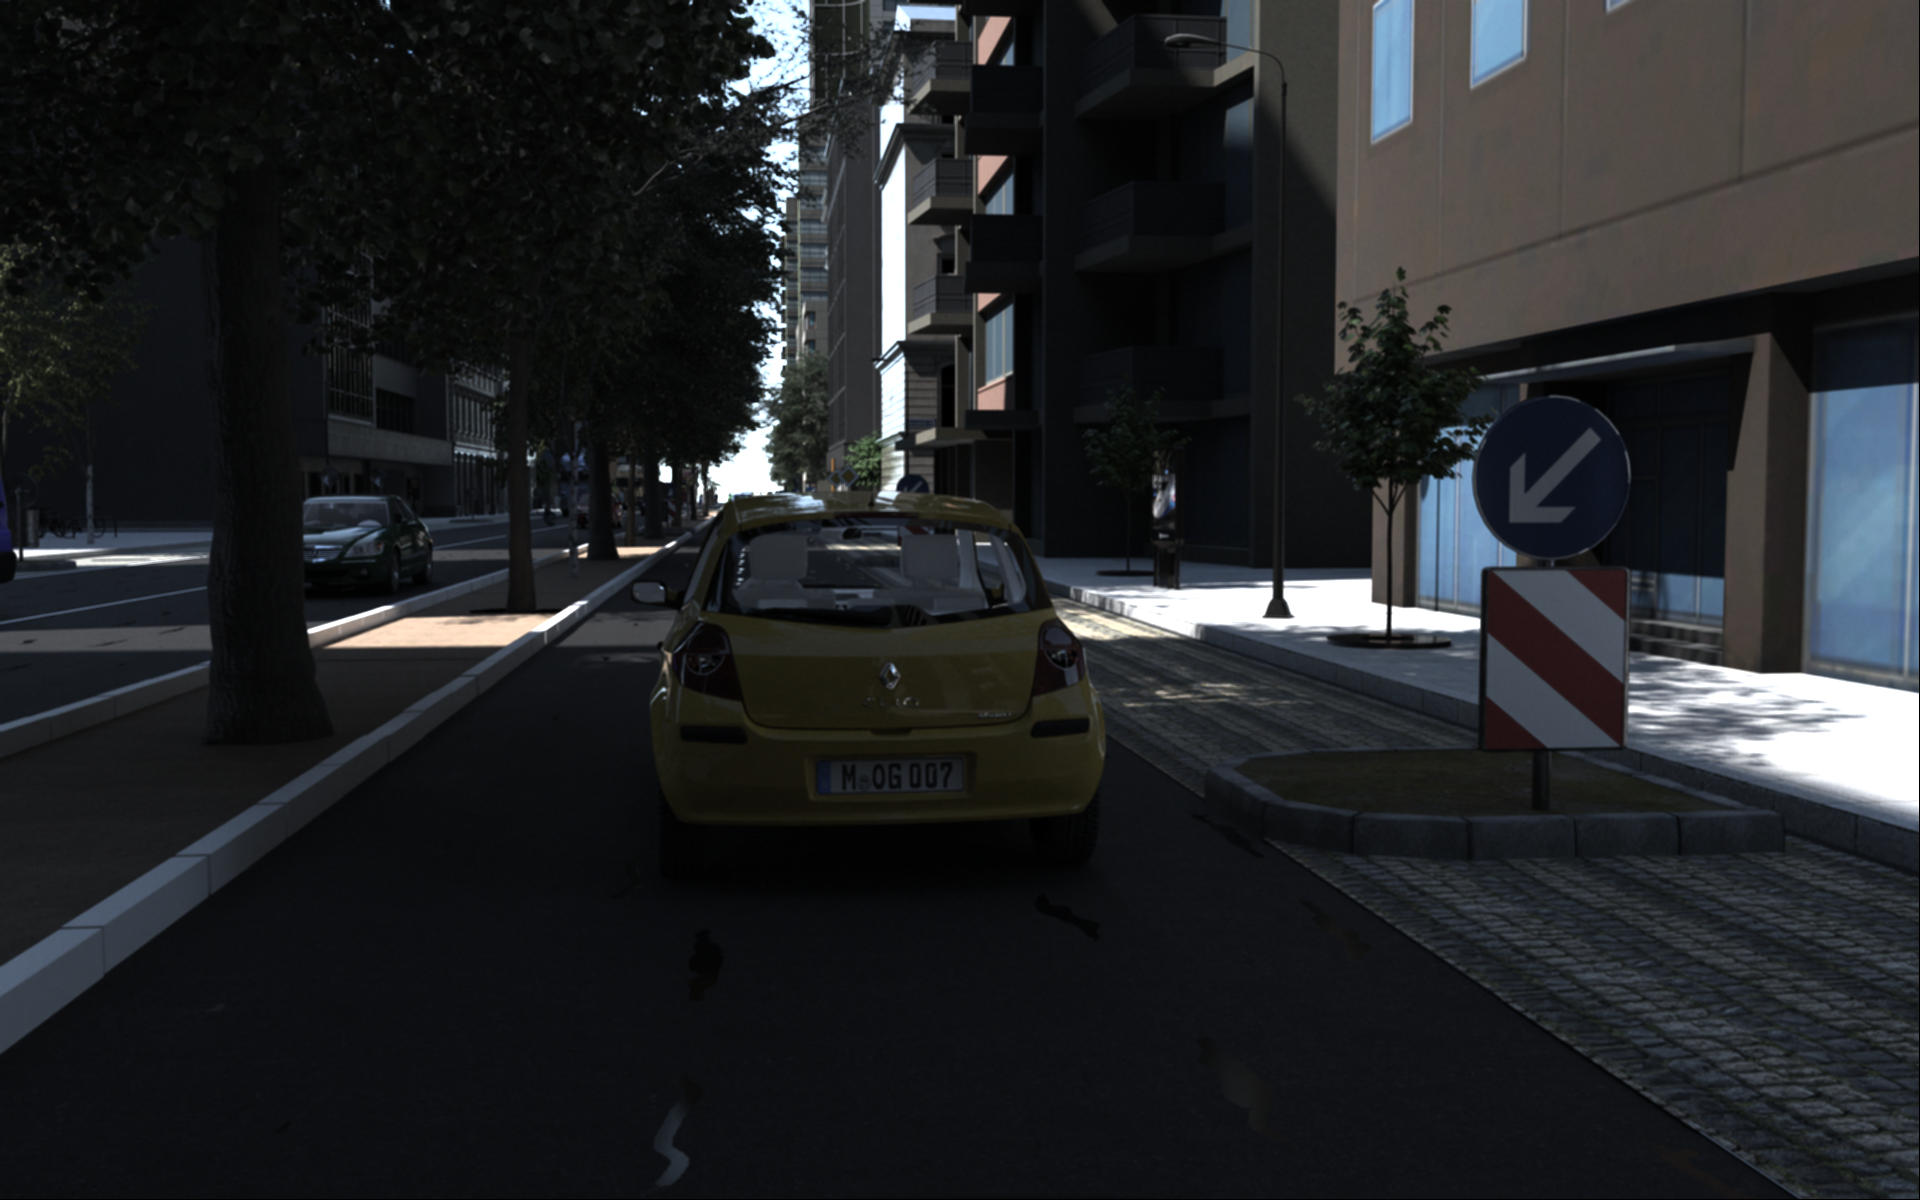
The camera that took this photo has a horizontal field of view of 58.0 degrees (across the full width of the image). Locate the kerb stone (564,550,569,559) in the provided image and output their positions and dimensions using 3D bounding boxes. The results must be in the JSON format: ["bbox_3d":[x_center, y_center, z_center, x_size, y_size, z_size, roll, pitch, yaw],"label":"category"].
[{"bbox_3d":[-8.734,-0.961,37.981,0.120,0.150,1.000,0,4,-7],"label":"kerb stone"}]

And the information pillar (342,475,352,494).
[{"bbox_3d":[-23.366,-3.768,66.096,0.304,2.012,0.304,-1,4,-10],"label":"information pillar"}]

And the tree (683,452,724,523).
[{"bbox_3d":[-13.335,-8.076,84.860,4.360,8.622,3.978,0,3,0],"label":"tree"}]

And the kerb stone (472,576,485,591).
[{"bbox_3d":[-7.241,-0.216,25.752,0.120,0.150,1.000,0,4,-7],"label":"kerb stone"}]

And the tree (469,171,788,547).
[{"bbox_3d":[-8.843,-6.663,45.815,8.767,10.594,7.601,0,4,-7],"label":"tree"}]

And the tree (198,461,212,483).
[{"bbox_3d":[-22.351,-3.607,53.582,1.663,3.219,1.824,0,3,0],"label":"tree"}]

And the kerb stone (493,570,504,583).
[{"bbox_3d":[-7.482,-0.342,27.787,0.120,0.150,1.000,0,4,-7],"label":"kerb stone"}]

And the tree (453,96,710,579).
[{"bbox_3d":[-6.555,-4.663,29.059,4.737,8.622,4.395,0,3,0],"label":"tree"}]

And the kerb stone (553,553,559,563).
[{"bbox_3d":[-8.482,-0.841,35.947,0.120,0.150,1.000,0,4,-7],"label":"kerb stone"}]

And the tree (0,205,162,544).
[{"bbox_3d":[-22.551,-5.742,44.248,4.737,8.622,4.395,0,3,0],"label":"tree"}]

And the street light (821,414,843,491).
[{"bbox_3d":[-7.377,-7.840,100.731,1.470,5.913,1.316,0,4,-7],"label":"street light"}]

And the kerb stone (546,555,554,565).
[{"bbox_3d":[-8.363,-0.774,34.925,0.120,0.150,1.000,0,4,-7],"label":"kerb stone"}]

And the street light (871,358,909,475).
[{"bbox_3d":[-2.335,-5.298,59.156,1.470,5.913,1.316,0,4,-7],"label":"street light"}]

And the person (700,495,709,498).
[{"bbox_3d":[-27.593,-10.896,187.373,1.217,1.736,0.721,-1,4,-8],"label":"person"}]

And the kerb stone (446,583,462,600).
[{"bbox_3d":[-6.991,-0.093,23.709,0.120,0.150,1.000,0,4,-7],"label":"kerb stone"}]

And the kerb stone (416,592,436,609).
[{"bbox_3d":[-6.749,0.032,21.679,0.120,0.150,1.000,0,4,-7],"label":"kerb stone"}]

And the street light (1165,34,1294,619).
[{"bbox_3d":[2.763,-2.765,17.744,1.470,5.913,1.316,0,4,-7],"label":"street light"}]

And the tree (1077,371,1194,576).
[{"bbox_3d":[2.604,-2.012,27.491,1.663,3.219,1.824,0,3,0],"label":"tree"}]

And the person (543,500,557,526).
[{"bbox_3d":[-18.354,-3.905,77.845,0.738,1.151,1.012,0,4,-3],"label":"person"}]

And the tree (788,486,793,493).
[{"bbox_3d":[-22.494,-14.576,232.924,1.663,3.219,1.824,0,3,0],"label":"tree"}]

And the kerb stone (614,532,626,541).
[{"bbox_3d":[-10.855,-2.021,55.293,0.120,0.150,1.000,0,4,-7],"label":"kerb stone"}]

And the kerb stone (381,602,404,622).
[{"bbox_3d":[-6.496,0.156,19.646,0.120,0.150,1.000,0,4,-7],"label":"kerb stone"}]

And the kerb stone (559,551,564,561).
[{"bbox_3d":[-8.611,-0.903,36.966,0.120,0.150,1.000,0,4,-7],"label":"kerb stone"}]

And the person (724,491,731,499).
[{"bbox_3d":[-24.274,-10.614,182.754,1.217,1.735,0.721,1,4,12],"label":"person"}]

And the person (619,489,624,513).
[{"bbox_3d":[-25.546,-7.464,130.795,0.793,1.790,0.793,-1,4,-19],"label":"person"}]

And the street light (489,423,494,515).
[{"bbox_3d":[-28.197,-8.172,106.151,1.470,5.913,1.316,0,4,-7],"label":"street light"}]

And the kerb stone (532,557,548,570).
[{"bbox_3d":[-8.235,-0.713,33.900,0.120,0.150,1.000,0,4,-7],"label":"kerb stone"}]

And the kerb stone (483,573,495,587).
[{"bbox_3d":[-7.364,-0.278,26.767,0.120,0.150,1.000,0,4,-7],"label":"kerb stone"}]

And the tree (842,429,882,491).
[{"bbox_3d":[-4.197,-6.294,86.620,4.285,4.588,4.351,0,3,0],"label":"tree"}]

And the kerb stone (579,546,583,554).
[{"bbox_3d":[-9.114,-1.152,41.046,0.120,0.150,1.000,0,4,-7],"label":"kerb stone"}]

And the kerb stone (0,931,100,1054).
[{"bbox_3d":[-2.541,1.078,4.635,0.120,0.150,1.000,0,4,-7],"label":"kerb stone"}]

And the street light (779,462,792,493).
[{"bbox_3d":[-21.707,-15.004,217.850,1.470,5.913,1.316,0,4,-7],"label":"street light"}]

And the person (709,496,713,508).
[{"bbox_3d":[-25.912,-10.490,180.026,0.705,1.821,1.348,0,4,4],"label":"person"}]

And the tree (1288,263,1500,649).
[{"bbox_3d":[3.663,-1.222,14.581,1.663,3.219,1.824,0,3,0],"label":"tree"}]

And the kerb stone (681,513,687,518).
[{"bbox_3d":[-17.638,-5.413,110.790,0.120,0.150,1.000,0,4,-7],"label":"kerb stone"}]

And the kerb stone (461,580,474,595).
[{"bbox_3d":[-7.122,-0.155,24.723,0.120,0.150,1.000,0,4,-7],"label":"kerb stone"}]

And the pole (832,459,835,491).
[{"bbox_3d":[-7.269,-6.468,99.596,0.158,3.312,0.155,0,3,0],"label":"pole"}]

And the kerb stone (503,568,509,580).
[{"bbox_3d":[-7.614,-0.404,28.807,0.120,0.150,1.000,0,4,-7],"label":"kerb stone"}]

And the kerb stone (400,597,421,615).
[{"bbox_3d":[-6.618,0.094,20.664,0.120,0.150,1.000,0,4,-7],"label":"kerb stone"}]

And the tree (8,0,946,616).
[{"bbox_3d":[-5.318,-6.588,20.541,12.009,13.543,11.850,0,3,0],"label":"tree"}]

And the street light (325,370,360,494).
[{"bbox_3d":[-23.200,-5.656,65.019,1.470,5.913,1.316,0,4,-7],"label":"street light"}]

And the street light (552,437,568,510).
[{"bbox_3d":[-32.492,-10.285,140.707,1.470,5.913,1.316,0,4,-7],"label":"street light"}]

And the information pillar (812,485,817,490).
[{"bbox_3d":[-11.161,-7.853,132.882,0.304,2.012,0.304,-3,5,-42],"label":"information pillar"}]

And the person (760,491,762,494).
[{"bbox_3d":[-22.512,-11.400,195.615,0.721,1.736,1.217,3,5,42],"label":"person"}]

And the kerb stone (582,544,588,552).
[{"bbox_3d":[-9.360,-1.277,43.076,0.120,0.150,1.000,0,4,-7],"label":"kerb stone"}]

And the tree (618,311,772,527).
[{"bbox_3d":[-11.643,-9.209,71.146,7.486,12.596,7.792,0,3,0],"label":"tree"}]

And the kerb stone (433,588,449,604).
[{"bbox_3d":[-6.872,-0.027,22.694,0.120,0.150,1.000,0,4,-7],"label":"kerb stone"}]

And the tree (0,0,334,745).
[{"bbox_3d":[-4.017,-6.145,9.591,9.857,13.997,8.962,0,3,0],"label":"tree"}]

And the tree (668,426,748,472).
[{"bbox_3d":[-20.101,-12.693,135.740,9.928,11.665,9.643,0,3,0],"label":"tree"}]

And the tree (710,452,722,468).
[{"bbox_3d":[-17.642,-10.146,118.710,4.737,8.622,4.395,0,3,0],"label":"tree"}]

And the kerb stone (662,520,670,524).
[{"bbox_3d":[-14.655,-3.920,86.377,0.120,0.150,1.000,0,4,-7],"label":"kerb stone"}]

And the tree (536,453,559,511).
[{"bbox_3d":[-32.352,-9.074,132.070,4.285,4.588,4.351,0,3,0],"label":"tree"}]

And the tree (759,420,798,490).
[{"bbox_3d":[-21.284,-18.847,225.155,9.611,12.733,9.660,0,3,0],"label":"tree"}]

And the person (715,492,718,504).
[{"bbox_3d":[-35.601,-14.931,253.532,0.541,1.710,0.530,-2,4,-28],"label":"person"}]

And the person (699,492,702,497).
[{"bbox_3d":[-40.482,-15.938,269.602,0.721,1.766,1.217,0,4,-5],"label":"person"}]

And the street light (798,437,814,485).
[{"bbox_3d":[-12.579,-10.354,141.837,1.470,5.913,1.316,0,4,-7],"label":"street light"}]

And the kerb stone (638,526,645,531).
[{"bbox_3d":[-12.286,-2.733,67.020,0.120,0.150,1.000,0,4,-7],"label":"kerb stone"}]

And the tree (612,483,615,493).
[{"bbox_3d":[-42.670,-13.480,214.999,1.663,3.219,1.824,0,3,0],"label":"tree"}]
